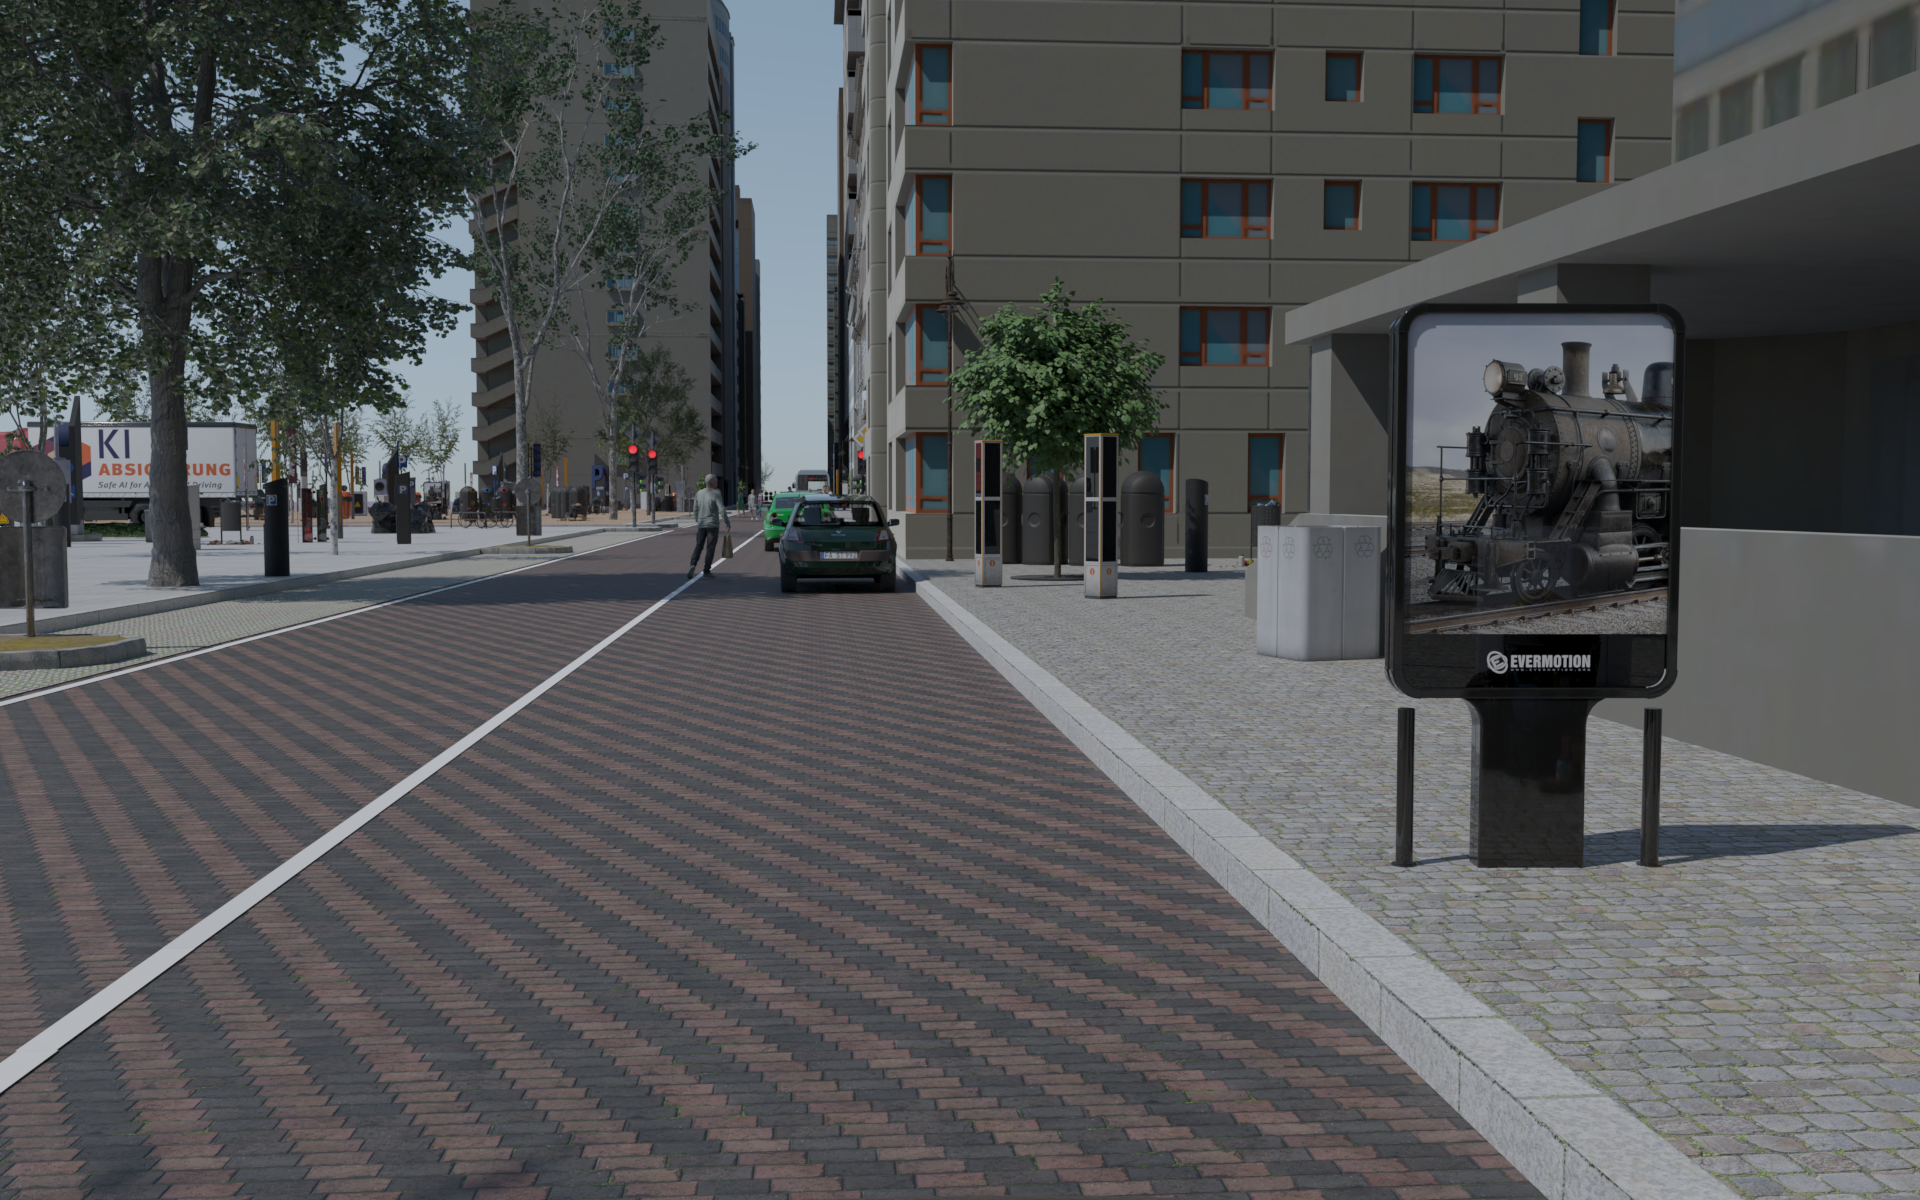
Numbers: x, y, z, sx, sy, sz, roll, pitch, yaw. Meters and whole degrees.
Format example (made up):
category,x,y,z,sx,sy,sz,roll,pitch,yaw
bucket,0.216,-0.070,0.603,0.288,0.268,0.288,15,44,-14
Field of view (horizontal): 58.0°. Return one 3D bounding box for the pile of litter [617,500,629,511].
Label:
category,x,y,z,sx,sy,sz,roll,pitch,yaw
pile of litter,-26.244,-7.357,134.252,1.176,0.858,1.719,0,4,3

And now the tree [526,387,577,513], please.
category,x,y,z,sx,sy,sz,roll,pitch,yaw
tree,-28.588,-10.375,119.991,4.360,8.622,3.978,0,3,0

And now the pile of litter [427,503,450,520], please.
category,x,y,z,sx,sy,sz,roll,pitch,yaw
pile of litter,-26.183,-4.403,85.950,1.719,0.858,1.176,2,4,24

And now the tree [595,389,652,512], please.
category,x,y,z,sx,sy,sz,roll,pitch,yaw
tree,-23.050,-10.403,120.458,4.737,8.622,4.395,0,3,0

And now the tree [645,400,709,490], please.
category,x,y,z,sx,sy,sz,roll,pitch,yaw
tree,-21.078,-11.054,131.095,4.360,8.622,3.978,0,3,0

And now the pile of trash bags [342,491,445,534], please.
category,x,y,z,sx,sy,sz,roll,pitch,yaw
pile of trash bags,-18.902,-2.875,56.761,3.447,1.369,1.912,1,4,9

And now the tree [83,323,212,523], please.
category,x,y,z,sx,sy,sz,roll,pitch,yaw
tree,-35.486,-7.585,74.369,4.737,8.622,4.395,0,3,0

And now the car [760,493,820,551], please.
category,x,y,z,sx,sy,sz,roll,pitch,yaw
car,-4.163,-2.194,44.667,1.959,1.807,4.718,0,4,-6

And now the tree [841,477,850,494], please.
category,x,y,z,sx,sy,sz,roll,pitch,yaw
tree,-9.782,-9.665,152.632,1.663,3.219,1.824,0,3,0

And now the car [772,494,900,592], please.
category,x,y,z,sx,sy,sz,roll,pitch,yaw
car,-1.906,-1.036,26.732,2.009,1.686,4.222,0,4,-5

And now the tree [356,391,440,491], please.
category,x,y,z,sx,sy,sz,roll,pitch,yaw
tree,-38.807,-10.360,119.746,4.737,8.622,4.395,0,3,0

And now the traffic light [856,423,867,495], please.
category,x,y,z,sx,sy,sz,roll,pitch,yaw
traffic light,-3.614,-4.789,67.215,0.839,4.253,0.868,0,4,-5

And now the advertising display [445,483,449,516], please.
category,x,y,z,sx,sy,sz,roll,pitch,yaw
advertising display,-30.283,-5.930,102.172,0.123,1.923,0.974,-1,4,-8

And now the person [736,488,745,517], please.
category,x,y,z,sx,sy,sz,roll,pitch,yaw
person,-13.522,-5.999,106.831,0.529,1.795,0.600,1,4,11

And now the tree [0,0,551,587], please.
category,x,y,z,sx,sy,sz,roll,pitch,yaw
tree,-10.907,-7.169,23.861,9.857,13.997,8.962,0,3,0

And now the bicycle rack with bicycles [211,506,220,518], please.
category,x,y,z,sx,sy,sz,roll,pitch,yaw
bicycle rack with bicycles,-40.471,-4.871,93.030,2.925,0.926,2.852,-1,4,-16

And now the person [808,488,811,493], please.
category,x,y,z,sx,sy,sz,roll,pitch,yaw
person,-9.383,-6.093,108.472,0.624,1.780,0.694,2,4,34

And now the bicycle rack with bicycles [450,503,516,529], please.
category,x,y,z,sx,sy,sz,roll,pitch,yaw
bicycle rack with bicycles,-17.835,-3.159,65.037,2.925,0.926,2.852,2,4,30

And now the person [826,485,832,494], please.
category,x,y,z,sx,sy,sz,roll,pitch,yaw
person,-6.105,-4.358,79.851,0.679,1.850,0.850,3,5,40

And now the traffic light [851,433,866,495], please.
category,x,y,z,sx,sy,sz,roll,pitch,yaw
traffic light,-4.286,-5.275,75.171,0.839,4.253,0.868,0,4,-5

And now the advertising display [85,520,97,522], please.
category,x,y,z,sx,sy,sz,roll,pitch,yaw
advertising display,-40.331,-4.581,80.114,0.974,1.923,0.123,1,4,17

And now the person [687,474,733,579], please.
category,x,y,z,sx,sy,sz,roll,pitch,yaw
person,-4.195,-1.240,29.264,0.782,1.767,0.515,2,4,25

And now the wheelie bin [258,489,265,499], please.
category,x,y,z,sx,sy,sz,roll,pitch,yaw
wheelie bin,-46.330,-6.517,114.458,0.693,1.594,0.980,1,4,19

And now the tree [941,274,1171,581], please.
category,x,y,z,sx,sy,sz,roll,pitch,yaw
tree,1.450,-2.597,26.169,4.285,4.588,4.351,0,3,0

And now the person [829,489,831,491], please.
category,x,y,z,sx,sy,sz,roll,pitch,yaw
person,-6.769,-4.985,90.346,0.599,1.781,0.374,1,4,19

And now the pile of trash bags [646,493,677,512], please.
category,x,y,z,sx,sy,sz,roll,pitch,yaw
pile of trash bags,-21.523,-7.166,126.921,1.912,1.369,3.447,1,4,17

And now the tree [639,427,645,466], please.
category,x,y,z,sx,sy,sz,roll,pitch,yaw
tree,-24.516,-11.783,143.018,4.360,8.622,3.978,0,3,0

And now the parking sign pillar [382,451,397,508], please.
category,x,y,z,sx,sy,sz,roll,pitch,yaw
parking sign pillar,-35.281,-7.257,107.129,1.447,3.967,1.447,0,4,7

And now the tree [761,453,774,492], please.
category,x,y,z,sx,sy,sz,roll,pitch,yaw
tree,-35.207,-21.801,306.810,4.360,8.622,3.978,0,3,0

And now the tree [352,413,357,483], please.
category,x,y,z,sx,sy,sz,roll,pitch,yaw
tree,-44.628,-10.759,126.265,4.737,8.622,4.395,0,3,0

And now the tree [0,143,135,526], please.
category,x,y,z,sx,sy,sz,roll,pitch,yaw
tree,-18.970,-5.179,35.037,4.360,8.622,3.978,0,3,0

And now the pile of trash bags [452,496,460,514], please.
category,x,y,z,sx,sy,sz,roll,pitch,yaw
pile of trash bags,-33.339,-6.183,110.850,3.447,1.369,1.912,0,4,-3

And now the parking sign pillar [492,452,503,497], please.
category,x,y,z,sx,sy,sz,roll,pitch,yaw
parking sign pillar,-29.667,-7.505,111.172,1.447,3.967,1.447,0,4,-2

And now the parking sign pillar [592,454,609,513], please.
category,x,y,z,sx,sy,sz,roll,pitch,yaw
parking sign pillar,-24.097,-7.806,116.102,1.447,3.967,1.447,3,4,36

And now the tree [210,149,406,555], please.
category,x,y,z,sx,sy,sz,roll,pitch,yaw
tree,-13.325,-5.259,36.344,4.360,8.622,3.978,0,3,0

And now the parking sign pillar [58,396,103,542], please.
category,x,y,z,sx,sy,sz,roll,pitch,yaw
parking sign pillar,-24.055,-3.570,46.847,1.447,3.967,1.447,-1,4,-20

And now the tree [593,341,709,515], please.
category,x,y,z,sx,sy,sz,roll,pitch,yaw
tree,-18.529,-10.404,104.514,7.601,10.594,8.767,-3,5,-39

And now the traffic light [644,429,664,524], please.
category,x,y,z,sx,sy,sz,roll,pitch,yaw
traffic light,-13.165,-5.229,74.408,0.839,4.253,0.868,0,4,-5

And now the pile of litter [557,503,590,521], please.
category,x,y,z,sx,sy,sz,roll,pitch,yaw
pile of litter,-18.251,-4.176,82.248,1.719,0.858,1.176,1,4,18

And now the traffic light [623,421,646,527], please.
category,x,y,z,sx,sy,sz,roll,pitch,yaw
traffic light,-12.493,-4.742,66.451,0.839,4.253,0.868,0,4,-5

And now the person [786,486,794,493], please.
category,x,y,z,sx,sy,sz,roll,pitch,yaw
person,-9.033,-5.189,93.152,0.655,1.846,0.447,-3,4,-36

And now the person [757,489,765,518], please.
category,x,y,z,sx,sy,sz,roll,pitch,yaw
person,-12.174,-5.885,105.553,0.643,1.720,0.563,-1,4,-21

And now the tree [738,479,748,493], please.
category,x,y,z,sx,sy,sz,roll,pitch,yaw
tree,-28.222,-14.011,223.679,1.663,3.219,1.824,0,3,0

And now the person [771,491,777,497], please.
category,x,y,z,sx,sy,sz,roll,pitch,yaw
person,-19.287,-10.446,179.830,0.750,1.759,0.617,-2,4,-32

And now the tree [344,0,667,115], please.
category,x,y,z,sx,sy,sz,roll,pitch,yaw
tree,-13.527,-12.303,57.050,12.611,20.169,13.585,0,3,0

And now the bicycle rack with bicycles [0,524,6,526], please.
category,x,y,z,sx,sy,sz,roll,pitch,yaw
bicycle rack with bicycles,-17.695,-1.030,30.215,2.925,0.926,2.852,-1,4,-10

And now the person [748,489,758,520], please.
category,x,y,z,sx,sy,sz,roll,pitch,yaw
person,-11.544,-5.324,96.551,0.512,1.701,0.522,-1,4,-17

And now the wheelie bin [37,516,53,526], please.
category,x,y,z,sx,sy,sz,roll,pitch,yaw
wheelie bin,-25.388,-2.456,48.066,0.980,1.594,0.693,0,4,-4

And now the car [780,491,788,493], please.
category,x,y,z,sx,sy,sz,roll,pitch,yaw
car,-24.120,-14.104,239.265,2.281,1.827,5.304,0,4,-5

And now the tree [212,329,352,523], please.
category,x,y,z,sx,sy,sz,roll,pitch,yaw
tree,-29.546,-7.665,75.689,4.737,8.622,4.395,0,3,0

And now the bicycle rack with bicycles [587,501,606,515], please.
category,x,y,z,sx,sy,sz,roll,pitch,yaw
bicycle rack with bicycles,-23.369,-5.707,106.691,2.852,0.926,2.925,-2,4,-31

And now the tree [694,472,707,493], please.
category,x,y,z,sx,sy,sz,roll,pitch,yaw
tree,-22.153,-9.433,148.830,1.663,3.219,1.824,0,3,0

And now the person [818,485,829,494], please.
category,x,y,z,sx,sy,sz,roll,pitch,yaw
person,-6.070,-4.184,76.873,0.622,1.834,0.822,-3,5,-41

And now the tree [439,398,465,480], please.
category,x,y,z,sx,sy,sz,roll,pitch,yaw
tree,-39.213,-11.009,130.363,4.737,8.622,4.395,0,3,0
